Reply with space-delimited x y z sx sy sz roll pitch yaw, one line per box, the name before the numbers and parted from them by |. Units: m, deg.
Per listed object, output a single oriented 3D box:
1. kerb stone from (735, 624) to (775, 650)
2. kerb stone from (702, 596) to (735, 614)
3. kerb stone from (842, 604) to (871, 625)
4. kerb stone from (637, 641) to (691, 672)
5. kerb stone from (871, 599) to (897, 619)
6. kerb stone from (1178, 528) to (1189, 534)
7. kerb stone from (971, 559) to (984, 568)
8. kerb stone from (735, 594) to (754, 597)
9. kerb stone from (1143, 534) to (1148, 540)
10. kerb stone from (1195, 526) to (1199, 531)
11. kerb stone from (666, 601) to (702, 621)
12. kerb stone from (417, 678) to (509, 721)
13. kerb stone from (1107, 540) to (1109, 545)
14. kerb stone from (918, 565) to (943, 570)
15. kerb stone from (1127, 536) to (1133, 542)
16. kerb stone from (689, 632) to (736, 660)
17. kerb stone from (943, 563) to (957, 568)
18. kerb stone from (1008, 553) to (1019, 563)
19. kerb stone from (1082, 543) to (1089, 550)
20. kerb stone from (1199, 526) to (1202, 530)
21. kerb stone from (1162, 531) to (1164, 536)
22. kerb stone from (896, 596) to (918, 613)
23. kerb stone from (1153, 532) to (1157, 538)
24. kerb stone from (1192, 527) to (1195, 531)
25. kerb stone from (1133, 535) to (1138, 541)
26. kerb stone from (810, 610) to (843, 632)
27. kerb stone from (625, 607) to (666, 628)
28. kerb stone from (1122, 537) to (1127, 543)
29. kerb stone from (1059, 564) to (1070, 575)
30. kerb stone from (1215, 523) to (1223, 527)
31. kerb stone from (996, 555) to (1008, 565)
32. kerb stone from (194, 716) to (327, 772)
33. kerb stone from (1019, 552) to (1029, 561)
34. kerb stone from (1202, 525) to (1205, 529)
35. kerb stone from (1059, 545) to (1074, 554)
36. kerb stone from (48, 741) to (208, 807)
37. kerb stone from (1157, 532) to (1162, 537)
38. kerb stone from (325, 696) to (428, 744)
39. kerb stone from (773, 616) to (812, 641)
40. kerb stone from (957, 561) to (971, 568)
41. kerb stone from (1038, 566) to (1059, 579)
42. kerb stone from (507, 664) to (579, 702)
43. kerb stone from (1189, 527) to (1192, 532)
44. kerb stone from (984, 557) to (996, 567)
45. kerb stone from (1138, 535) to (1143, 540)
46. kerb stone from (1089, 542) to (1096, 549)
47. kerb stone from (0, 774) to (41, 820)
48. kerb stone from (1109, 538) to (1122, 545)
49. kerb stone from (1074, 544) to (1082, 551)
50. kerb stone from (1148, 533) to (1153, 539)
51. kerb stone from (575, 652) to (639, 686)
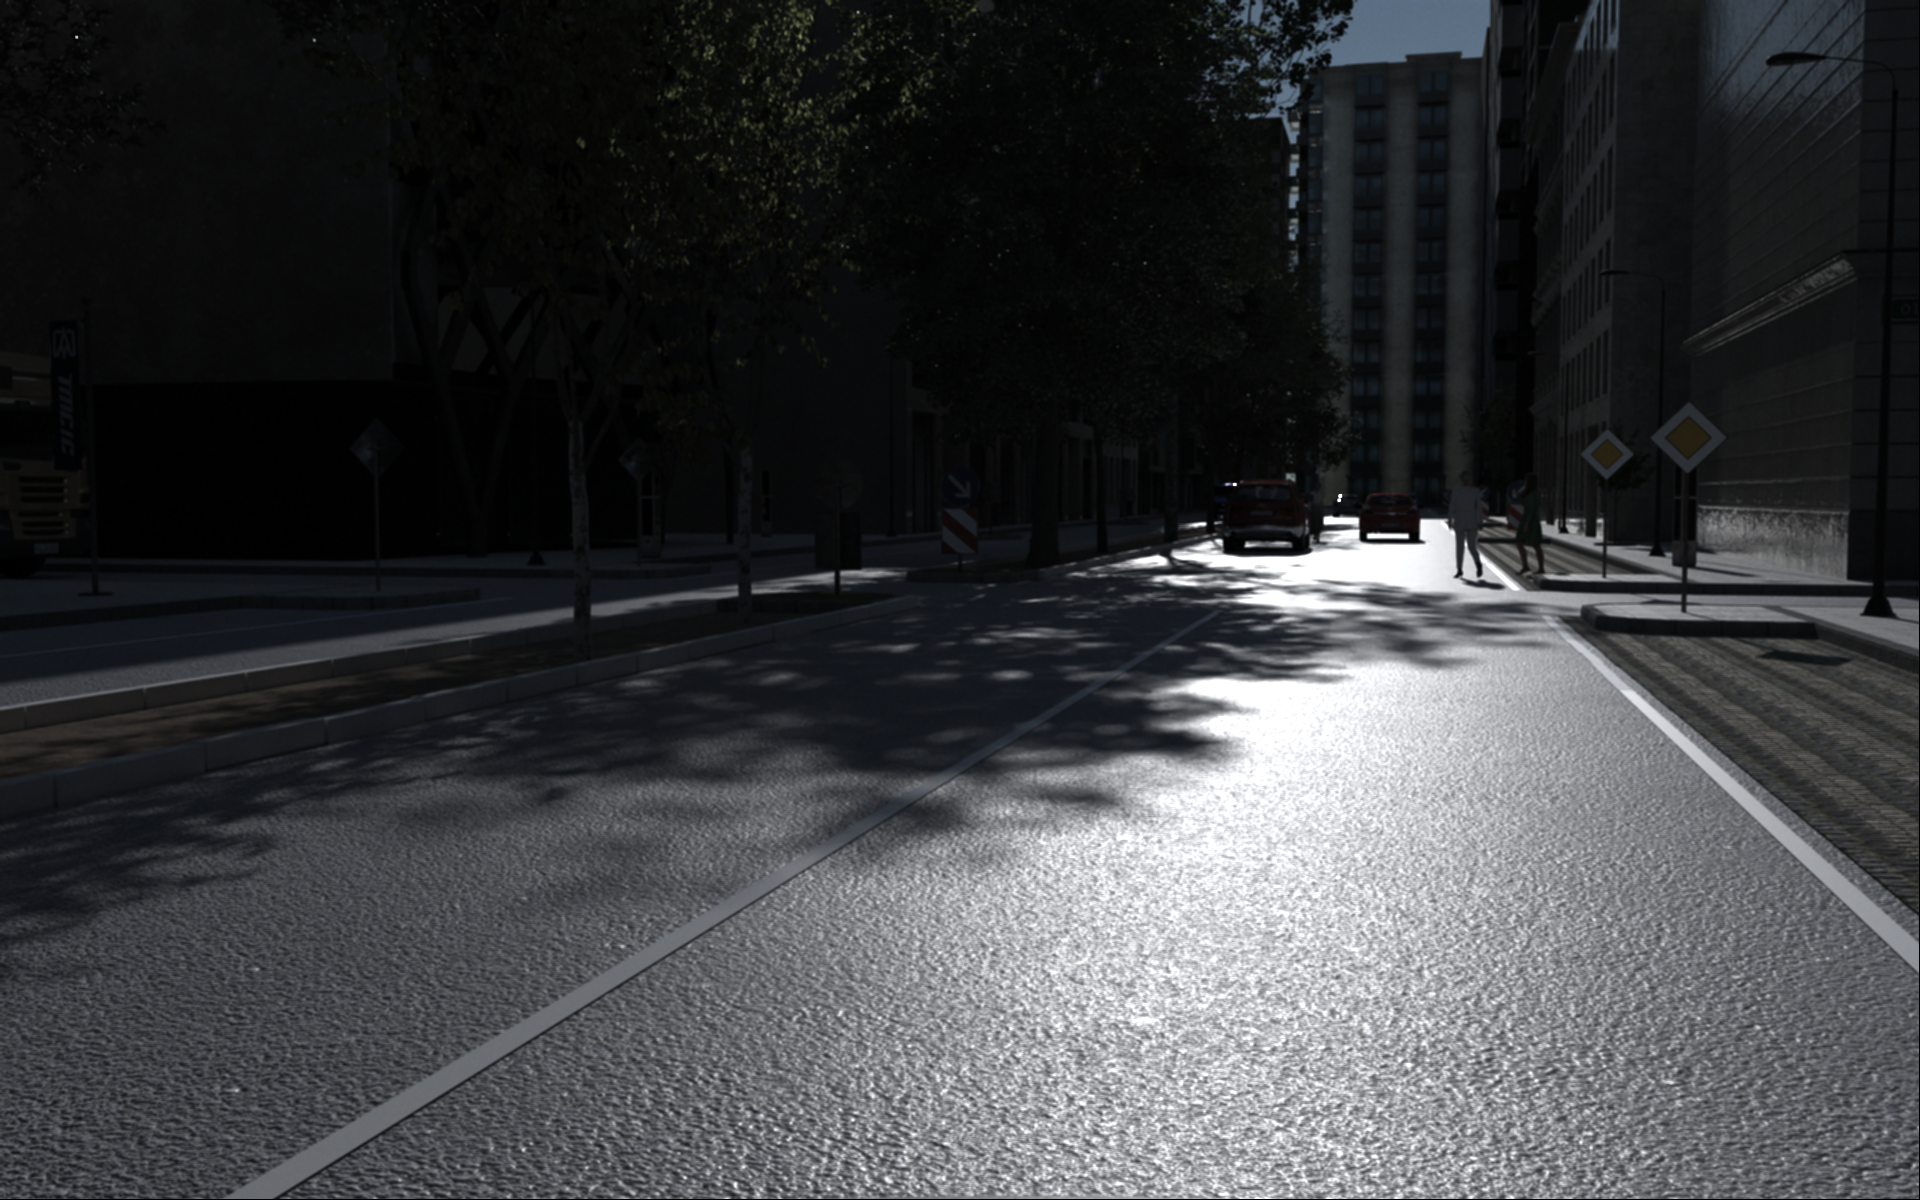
kerb stone | -2.005 0.360 16.377 0.120 0.150 1.000 1 4 15
kerb stone | -2.992 0.080 20.892 0.120 0.150 1.000 1 4 15
kerb stone | -1.227 0.174 19.344 0.120 0.150 1.000 1 4 15
kerb stone | -2.513 0.480 14.394 0.120 0.150 1.000 1 4 15
kerb stone | -0.968 0.116 20.336 0.120 0.150 1.000 1 4 15
kerb stone | 8.248 -2.562 64.080 0.120 0.150 1.000 1 4 15
kerb stone | 0.238 -0.679 33.294 0.120 0.150 1.000 1 4 15
kerb stone | -2.737 0.022 21.882 0.120 0.150 1.000 1 4 15
kerb stone | 5.663 -1.954 54.139 0.120 0.150 1.000 1 4 15
kerb stone | 9.025 -2.742 67.063 0.120 0.150 1.000 1 4 15
kerb stone | -3.250 0.140 19.901 0.120 0.150 1.000 1 4 15
kerb stone | -3.295 0.660 11.406 0.120 0.150 1.000 1 4 15
kerb stone | 3.855 -1.526 47.185 0.120 0.150 1.000 1 4 15
kerb stone | -0.539 -0.492 30.323 0.120 0.150 1.000 1 4 15
kerb stone | 4.901 -1.772 51.163 0.120 0.150 1.000 1 4 15
kerb stone | -2.254 0.417 15.383 0.120 0.150 1.000 1 4 15
kerb stone | -0.282 -0.556 31.313 0.120 0.150 1.000 1 4 15
kerb stone | 1.016 -0.858 36.270 0.120 0.150 1.000 1 4 15
kerb stone | 3.074 -1.342 44.206 0.120 0.150 1.000 1 4 15
kerb stone | 9.279 -2.801 68.054 0.120 0.150 1.000 1 4 15
kerb stone | 6.697 -2.197 58.110 0.120 0.150 1.000 1 4 15
kerb stone | -0.713 0.053 21.325 0.120 0.150 1.000 1 4 15
kerb stone | 6.184 -2.075 56.124 0.120 0.150 1.000 1 4 15
kerb stone | 8.766 -2.684 66.074 0.120 0.150 1.000 1 4 15
kerb stone | 5.147 -1.832 52.156 0.120 0.150 1.000 1 4 15
kerb stone | -1.488 0.237 18.356 0.120 0.150 1.000 1 4 15
kerb stone | -3.503 0.201 18.911 0.120 0.150 1.000 1 4 15
kerb stone | 4.626 -1.711 50.174 0.120 0.150 1.000 1 4 15
kerb stone | 1.755 -0.526 30.792 0.120 0.150 1.000 1 4 15
kerb stone | 11.345 -3.289 76.000 0.120 0.150 1.000 1 4 15
kerb stone | 0.756 -0.800 35.282 0.120 0.150 1.000 1 4 15
kerb stone | -3.813 0.781 9.427 0.120 0.150 1.000 1 4 15
kerb stone | 1.265 -0.922 37.267 0.120 0.150 1.000 1 4 15
kerb stone | 9.544 -2.864 69.047 0.120 0.150 1.000 1 4 15
kerb stone | 2.555 -1.224 42.223 0.120 0.150 1.000 1 4 15
kerb stone | -4.065 0.846 8.433 0.120 0.150 1.000 1 4 15
kerb stone | 6.434 -2.136 57.115 0.120 0.150 1.000 1 4 15
kerb stone | -3.546 0.728 10.414 0.120 0.150 1.000 1 4 15
kerb stone | -1.738 0.295 17.365 0.120 0.150 1.000 1 4 15
kerb stone | -0.023 -0.618 32.306 0.120 0.150 1.000 1 4 15
kerb stone | 1.495 -0.461 29.795 0.120 0.150 1.000 1 4 15
kerb stone | -3.036 0.601 12.405 0.120 0.150 1.000 1 4 15
kerb stone | 8.513 -2.617 65.081 0.120 0.150 1.000 1 4 15
kerb stone | 0.493 -0.738 34.284 0.120 0.150 1.000 1 4 15
kerb stone | 5.410 -1.891 53.149 0.120 0.150 1.000 1 4 15
kerb stone | 3.331 -1.407 45.201 0.120 0.150 1.000 1 4 15
kerb stone | -4.324 0.905 7.444 0.120 0.150 1.000 1 4 15
kerb stone | 4.380 -1.644 49.181 0.120 0.150 1.000 1 4 15
kerb stone | 2.818 -1.283 43.216 0.120 0.150 1.000 1 4 15
kerb stone | 5.926 -2.012 55.129 0.120 0.150 1.000 1 4 15
kerb stone | -2.776 0.538 13.403 0.120 0.150 1.000 1 4 15
